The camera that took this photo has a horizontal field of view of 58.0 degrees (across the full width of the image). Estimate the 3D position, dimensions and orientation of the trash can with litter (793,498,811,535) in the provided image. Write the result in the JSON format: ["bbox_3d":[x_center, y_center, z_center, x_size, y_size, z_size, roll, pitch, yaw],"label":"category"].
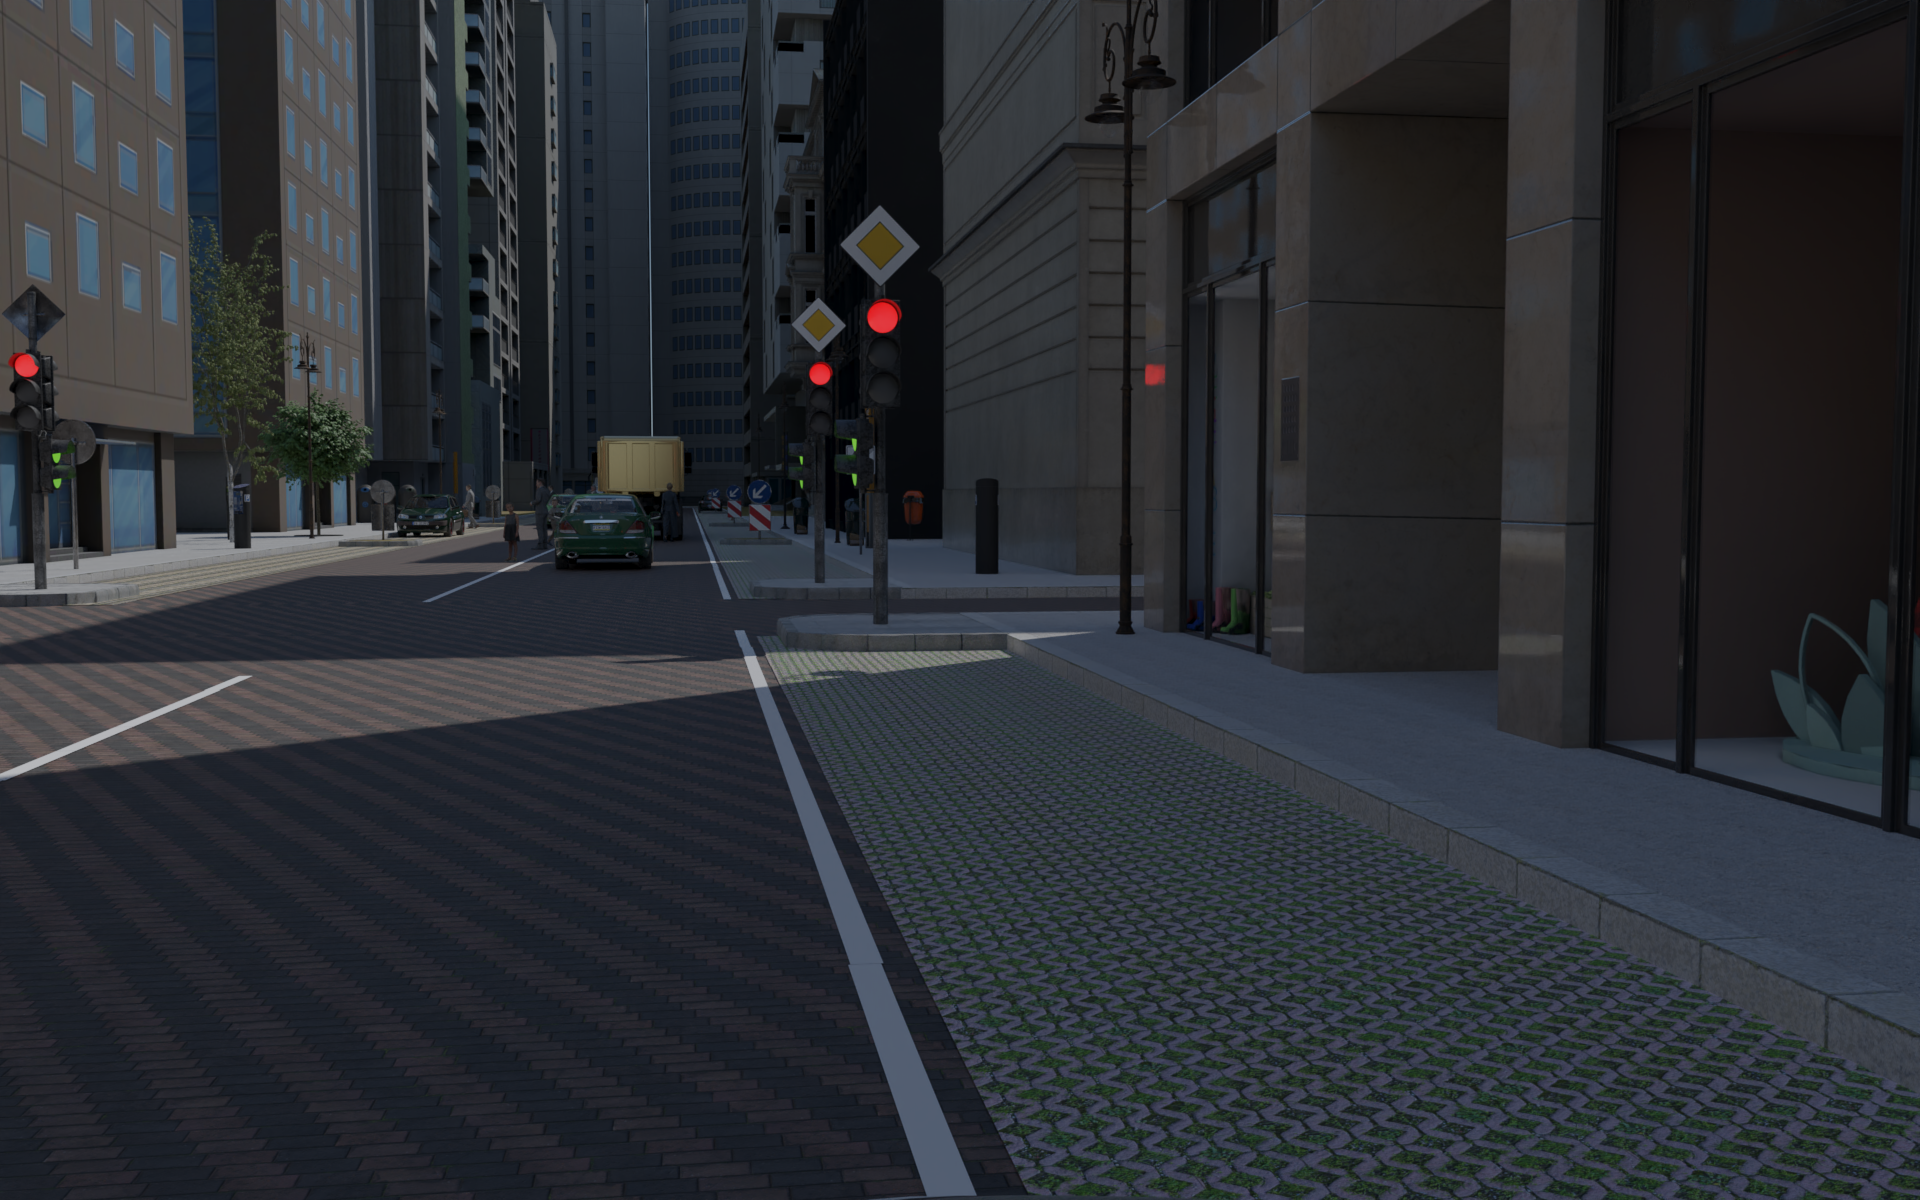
[{"bbox_3d":[-4.998,-2.677,55.164,0.624,1.170,1.055,-1,4,-11],"label":"trash can with litter"}]

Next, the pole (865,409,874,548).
[{"bbox_3d":[-2.127,-2.873,40.824,0.158,3.312,0.155,0,3,0],"label":"pole"}]

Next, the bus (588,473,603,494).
[{"bbox_3d":[-26.266,-8.541,131.195,2.896,3.916,12.252,0,4,-8],"label":"bus"}]

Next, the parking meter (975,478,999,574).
[{"bbox_3d":[0.434,-1.188,27.835,0.372,1.533,0.369,0,3,0],"label":"parking meter"}]

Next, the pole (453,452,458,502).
[{"bbox_3d":[-24.387,-5.499,83.749,0.158,3.312,0.155,0,3,0],"label":"pole"}]

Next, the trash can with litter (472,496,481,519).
[{"bbox_3d":[-24.523,-4.673,87.797,0.624,1.170,1.055,-1,4,-23],"label":"trash can with litter"}]

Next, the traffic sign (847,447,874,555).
[{"bbox_3d":[-2.097,-2.107,36.572,0.606,2.300,0.079,0,4,-4],"label":"traffic sign"}]

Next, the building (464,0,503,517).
[{"bbox_3d":[-40.531,-48.712,109.108,22.319,86.520,31.000,-1,4,-9],"label":"building"}]

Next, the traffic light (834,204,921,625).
[{"bbox_3d":[-0.802,-1.716,16.981,0.839,4.253,0.868,-1,4,-9],"label":"traffic light"}]

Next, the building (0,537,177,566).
[{"bbox_3d":[-24.011,-23.362,32.073,14.600,45.320,14.200,-1,4,-9],"label":"building"}]

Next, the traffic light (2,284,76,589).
[{"bbox_3d":[-12.375,-2.099,23.235,0.839,4.253,0.868,-1,4,-9],"label":"traffic light"}]

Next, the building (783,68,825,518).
[{"bbox_3d":[-1.073,-16.116,82.579,14.460,24.649,34.723,-1,4,-9],"label":"building"}]

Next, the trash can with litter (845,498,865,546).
[{"bbox_3d":[-2.539,-1.942,43.144,0.624,1.170,1.055,-1,4,-9],"label":"trash can with litter"}]

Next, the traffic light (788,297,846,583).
[{"bbox_3d":[-2.043,-2.199,24.870,0.839,4.253,0.868,-1,4,-9],"label":"traffic light"}]

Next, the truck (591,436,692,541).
[{"bbox_3d":[-10.434,-3.722,56.781,3.469,3.379,9.791,-1,4,-10],"label":"truck"}]

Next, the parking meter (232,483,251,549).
[{"bbox_3d":[-16.888,-1.977,40.737,0.372,1.533,0.369,0,3,0],"label":"parking meter"}]

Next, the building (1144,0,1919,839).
[{"bbox_3d":[13.892,-11.995,0.628,19.350,26.468,34.151,-1,4,-9],"label":"building"}]

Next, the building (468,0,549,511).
[{"bbox_3d":[-43.737,-42.706,136.487,20.563,71.187,20.611,-1,4,-9],"label":"building"}]

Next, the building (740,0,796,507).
[{"bbox_3d":[-9.605,-33.050,164.062,21.300,48.544,21.600,-1,4,-9],"label":"building"}]

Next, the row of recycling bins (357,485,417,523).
[{"bbox_3d":[-26.018,-4.281,77.108,3.534,1.692,1.069,-1,4,-13],"label":"row of recycling bins"}]

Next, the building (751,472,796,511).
[{"bbox_3d":[-0.859,-27.570,142.654,32.217,40.220,23.993,-1,4,-9],"label":"building"}]

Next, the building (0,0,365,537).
[{"bbox_3d":[-30.246,-25.201,62.151,14.600,45.320,14.200,-1,4,-9],"label":"building"}]

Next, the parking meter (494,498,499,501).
[{"bbox_3d":[-25.027,-5.189,93.247,0.372,1.533,0.369,0,3,0],"label":"parking meter"}]

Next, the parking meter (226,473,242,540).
[{"bbox_3d":[-20.389,-2.626,48.649,0.255,1.863,0.399,1,4,19],"label":"parking meter"}]

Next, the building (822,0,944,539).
[{"bbox_3d":[2.283,-13.902,56.968,12.332,23.373,15.834,-1,4,-9],"label":"building"}]

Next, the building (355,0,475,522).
[{"bbox_3d":[-32.020,-24.512,84.370,14.154,41.232,14.086,-1,4,-9],"label":"building"}]

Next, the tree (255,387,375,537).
[{"bbox_3d":[-19.705,-4.236,52.968,4.285,4.588,4.351,0,3,0],"label":"tree"}]

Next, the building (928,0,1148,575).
[{"bbox_3d":[14.767,-12.398,35.984,30.059,22.955,16.112,-1,4,-9],"label":"building"}]

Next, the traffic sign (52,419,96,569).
[{"bbox_3d":[-15.103,-1.799,29.517,0.768,2.556,0.104,0,4,0],"label":"traffic sign"}]

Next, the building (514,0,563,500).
[{"bbox_3d":[-48.095,-32.684,158.086,21.600,48.544,21.300,-1,4,-9],"label":"building"}]

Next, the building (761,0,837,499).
[{"bbox_3d":[0.680,-32.249,116.502,28.713,52.752,27.495,-1,4,-9],"label":"building"}]

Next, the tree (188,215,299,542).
[{"bbox_3d":[-19.315,-5.815,45.440,4.737,8.622,4.395,0,3,0],"label":"tree"}]
